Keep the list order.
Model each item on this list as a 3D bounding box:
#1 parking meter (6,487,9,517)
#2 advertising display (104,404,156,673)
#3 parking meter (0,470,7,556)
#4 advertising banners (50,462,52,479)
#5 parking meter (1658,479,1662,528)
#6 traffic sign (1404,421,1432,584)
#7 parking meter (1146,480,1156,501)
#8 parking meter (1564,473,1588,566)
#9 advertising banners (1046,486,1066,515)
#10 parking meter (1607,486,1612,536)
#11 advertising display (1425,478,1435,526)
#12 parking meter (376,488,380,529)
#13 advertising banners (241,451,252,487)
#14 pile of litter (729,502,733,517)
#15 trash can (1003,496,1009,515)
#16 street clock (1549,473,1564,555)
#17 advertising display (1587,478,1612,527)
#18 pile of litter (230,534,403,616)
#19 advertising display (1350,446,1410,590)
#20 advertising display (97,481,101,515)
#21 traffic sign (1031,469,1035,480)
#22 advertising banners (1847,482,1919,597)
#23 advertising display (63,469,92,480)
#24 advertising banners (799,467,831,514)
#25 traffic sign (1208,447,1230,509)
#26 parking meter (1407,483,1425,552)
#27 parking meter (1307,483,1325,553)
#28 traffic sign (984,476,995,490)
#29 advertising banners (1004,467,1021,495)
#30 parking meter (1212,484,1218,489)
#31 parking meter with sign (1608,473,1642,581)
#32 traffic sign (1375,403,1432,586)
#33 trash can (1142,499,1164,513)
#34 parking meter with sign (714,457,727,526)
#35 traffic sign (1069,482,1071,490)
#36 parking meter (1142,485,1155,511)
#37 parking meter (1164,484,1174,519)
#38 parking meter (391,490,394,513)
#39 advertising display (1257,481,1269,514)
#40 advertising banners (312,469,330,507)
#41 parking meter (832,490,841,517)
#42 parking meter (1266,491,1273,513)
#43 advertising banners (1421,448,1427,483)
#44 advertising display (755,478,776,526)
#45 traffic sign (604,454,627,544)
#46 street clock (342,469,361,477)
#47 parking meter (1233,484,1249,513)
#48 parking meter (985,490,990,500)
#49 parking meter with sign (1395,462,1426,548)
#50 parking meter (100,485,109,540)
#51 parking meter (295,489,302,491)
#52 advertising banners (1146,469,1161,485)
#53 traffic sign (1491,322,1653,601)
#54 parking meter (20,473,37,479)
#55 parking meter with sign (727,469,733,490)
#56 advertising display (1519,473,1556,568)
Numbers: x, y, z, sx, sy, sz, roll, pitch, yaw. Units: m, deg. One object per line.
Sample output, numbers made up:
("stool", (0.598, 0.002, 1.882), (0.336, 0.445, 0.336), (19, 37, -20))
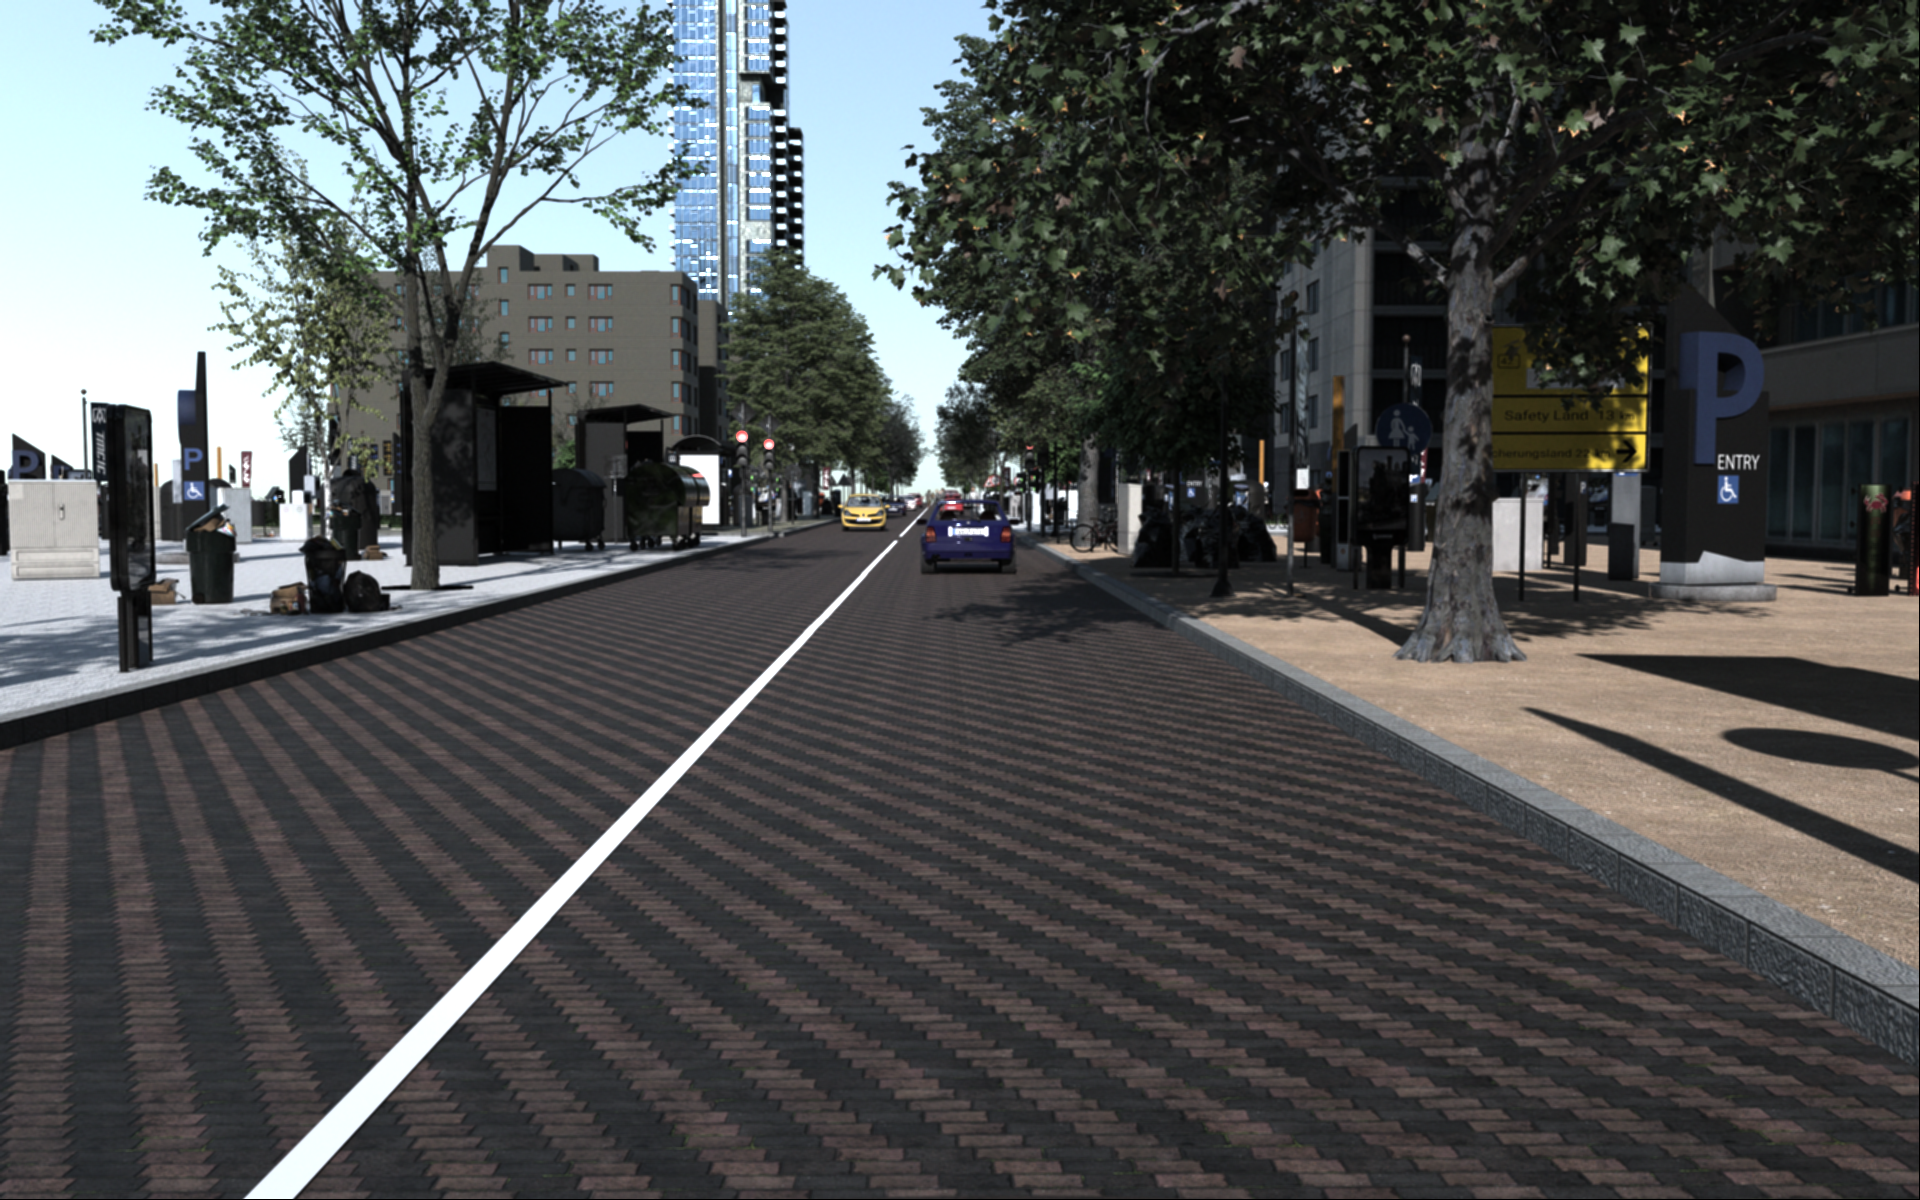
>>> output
("parking meter", (-27.726, -2.570, 50.427), (0.372, 1.533, 0.369), (0, 3, 0))
("advertising display", (-6.128, -0.466, 12.832), (0.123, 1.923, 0.974), (-1, 4, -14))
("parking meter", (-20.043, -1.852, 35.985), (0.399, 1.863, 0.255), (0, 4, -3))
("advertising banners", (-48.153, -5.839, 91.657), (0.090, 3.025, 2.074), (-2, 4, -30))
("parking meter", (26.752, -3.671, 65.729), (0.255, 1.863, 0.399), (-2, 4, -33))
("traffic sign", (6.341, -1.508, 24.765), (0.768, 2.556, 0.104), (0, 4, 6))
("parking meter", (8.133, -4.164, 73.791), (0.399, 1.863, 0.255), (-2, 4, -25))
("parking meter", (10.958, -1.534, 30.795), (0.399, 1.863, 0.255), (-3, 5, -40))
("advertising banners", (5.883, -6.748, 106.515), (2.074, 3.025, 0.090), (2, 4, 34))
("parking meter", (19.822, -2.697, 52.508), (0.372, 1.533, 0.369), (0, 3, 0))
("advertising display", (18.488, -3.871, 68.506), (0.123, 1.923, 0.974), (-1, 4, -14))
("parking meter", (-21.414, -3.361, 63.355), (0.372, 1.533, 0.369), (0, 3, 0))
("advertising banners", (-29.791, -4.565, 70.820), (2.074, 3.025, 0.090), (1, 4, 16))
("pile of litter", (-12.610, -5.103, 97.399), (1.176, 0.858, 1.719), (0, 4, 4))
("trash can", (2.912, -5.922, 108.478), (0.748, 1.137, 0.748), (0, 3, 0))
("street clock", (12.550, -1.955, 36.541), (0.358, 2.002, 0.471), (1, 4, 12))
("advertising display", (25.307, -3.869, 68.472), (0.974, 1.923, 0.123), (3, 4, 36))
("pile of litter", (-6.988, -0.299, 18.854), (1.719, 0.858, 1.176), (-1, 4, -14))
("advertising display", (5.664, -1.110, 23.368), (0.974, 1.923, 0.123), (-2, 4, -30))
("advertising display", (-39.047, -4.441, 77.825), (0.123, 1.923, 0.974), (2, 4, 27))
("traffic sign", (3.669, -4.920, 80.541), (0.768, 2.556, 0.104), (0, 4, 3))
("advertising banners", (12.144, -1.563, 21.743), (2.074, 3.025, 0.090), (-1, 4, -10))
("advertising display", (-23.016, -2.447, 45.223), (0.123, 1.923, 0.974), (1, 4, 11))
("advertising banners", (-9.287, -7.028, 111.100), (2.074, 3.025, 0.090), (-1, 4, -19))
("traffic sign", (5.110, -2.157, 35.366), (0.768, 2.556, 0.104), (0, 4, 6))
("parking meter", (10.218, -1.858, 38.789), (0.372, 1.533, 0.369), (0, 3, 0))
("parking meter", (7.791, -1.805, 37.929), (0.372, 1.533, 0.369), (0, 3, 0))
("traffic sign", (2.116, -7.541, 123.291), (0.884, 2.594, 0.081), (0, 4, 3))
("advertising banners", (3.779, -7.079, 111.927), (2.074, 3.025, 0.090), (0, 4, 6))
("parking meter", (14.800, -5.804, 100.612), (0.399, 1.863, 0.255), (1, 4, 23))
("parking meter with sign", (10.126, -1.842, 26.376), (0.543, 3.016, 1.738), (1, 4, 21))
("traffic sign", (6.190, -1.476, 24.243), (0.768, 2.556, 0.104), (1, 4, 8))
("trash can", (5.288, -2.201, 47.641), (0.748, 1.137, 0.748), (0, 3, 0))
("parking meter with sign", (-10.125, -4.430, 68.695), (0.543, 3.016, 1.738), (2, 4, 30))
("traffic sign", (5.305, -5.098, 83.451), (0.768, 2.556, 0.104), (0, 4, 4))
("parking meter", (5.299, -2.469, 48.783), (0.372, 1.533, 0.369), (0, 3, 0))
("parking meter", (5.361, -2.170, 43.885), (0.372, 1.533, 0.369), (0, 3, 0))
("parking meter", (-30.837, -5.266, 94.511), (0.372, 1.533, 0.369), (0, 3, 0))
("advertising display", (15.207, -5.067, 88.061), (0.974, 1.923, 0.123), (0, 4, -1))
("advertising banners", (-44.737, -7.630, 120.932), (2.074, 3.025, 0.090), (-3, 5, -44))
("parking meter", (-6.886, -5.449, 97.495), (0.372, 1.533, 0.369), (0, 3, 0))
("parking meter", (18.025, -5.651, 100.798), (0.372, 1.533, 0.369), (0, 3, 0))
("advertising banners", (11.018, -2.955, 44.499), (2.074, 3.025, 0.090), (1, 4, 13))
("advertising display", (-7.932, -4.004, 70.671), (0.974, 1.923, 0.123), (-3, 5, -45))
("traffic sign", (-8.846, -2.590, 44.475), (0.606, 2.300, 0.079), (0, 4, 4))
("street clock", (-17.608, -2.789, 50.174), (0.471, 2.002, 0.358), (1, 4, 13))
("parking meter", (6.841, -2.064, 42.161), (0.372, 1.533, 0.369), (0, 3, 0))
("parking meter", (1.848, -6.648, 117.109), (0.372, 1.533, 0.369), (0, 3, 0))
("parking meter with sign", (10.786, -2.782, 41.751), (0.543, 3.016, 1.738), (0, 4, -5))
("parking meter", (-23.973, -2.466, 48.732), (0.372, 1.533, 0.369), (0, 3, 0))
("parking meter", (-34.959, -5.083, 91.516), (0.372, 1.533, 0.369), (0, 3, 0))
("advertising banners", (13.872, -7.797, 123.675), (0.090, 3.025, 2.074), (-2, 4, -24))
("traffic sign", (7.057, -1.638, 20.653), (2.265, 3.308, 0.079), (0, 4, 4))
("parking meter", (-25.568, -2.562, 47.596), (0.255, 1.863, 0.399), (2, 4, 26))
("parking meter with sign", (-16.607, -7.680, 121.836), (0.543, 3.016, 1.738), (1, 4, 18))
("advertising display", (10.092, -1.536, 30.328), (0.123, 1.923, 0.974), (-1, 4, -14))
